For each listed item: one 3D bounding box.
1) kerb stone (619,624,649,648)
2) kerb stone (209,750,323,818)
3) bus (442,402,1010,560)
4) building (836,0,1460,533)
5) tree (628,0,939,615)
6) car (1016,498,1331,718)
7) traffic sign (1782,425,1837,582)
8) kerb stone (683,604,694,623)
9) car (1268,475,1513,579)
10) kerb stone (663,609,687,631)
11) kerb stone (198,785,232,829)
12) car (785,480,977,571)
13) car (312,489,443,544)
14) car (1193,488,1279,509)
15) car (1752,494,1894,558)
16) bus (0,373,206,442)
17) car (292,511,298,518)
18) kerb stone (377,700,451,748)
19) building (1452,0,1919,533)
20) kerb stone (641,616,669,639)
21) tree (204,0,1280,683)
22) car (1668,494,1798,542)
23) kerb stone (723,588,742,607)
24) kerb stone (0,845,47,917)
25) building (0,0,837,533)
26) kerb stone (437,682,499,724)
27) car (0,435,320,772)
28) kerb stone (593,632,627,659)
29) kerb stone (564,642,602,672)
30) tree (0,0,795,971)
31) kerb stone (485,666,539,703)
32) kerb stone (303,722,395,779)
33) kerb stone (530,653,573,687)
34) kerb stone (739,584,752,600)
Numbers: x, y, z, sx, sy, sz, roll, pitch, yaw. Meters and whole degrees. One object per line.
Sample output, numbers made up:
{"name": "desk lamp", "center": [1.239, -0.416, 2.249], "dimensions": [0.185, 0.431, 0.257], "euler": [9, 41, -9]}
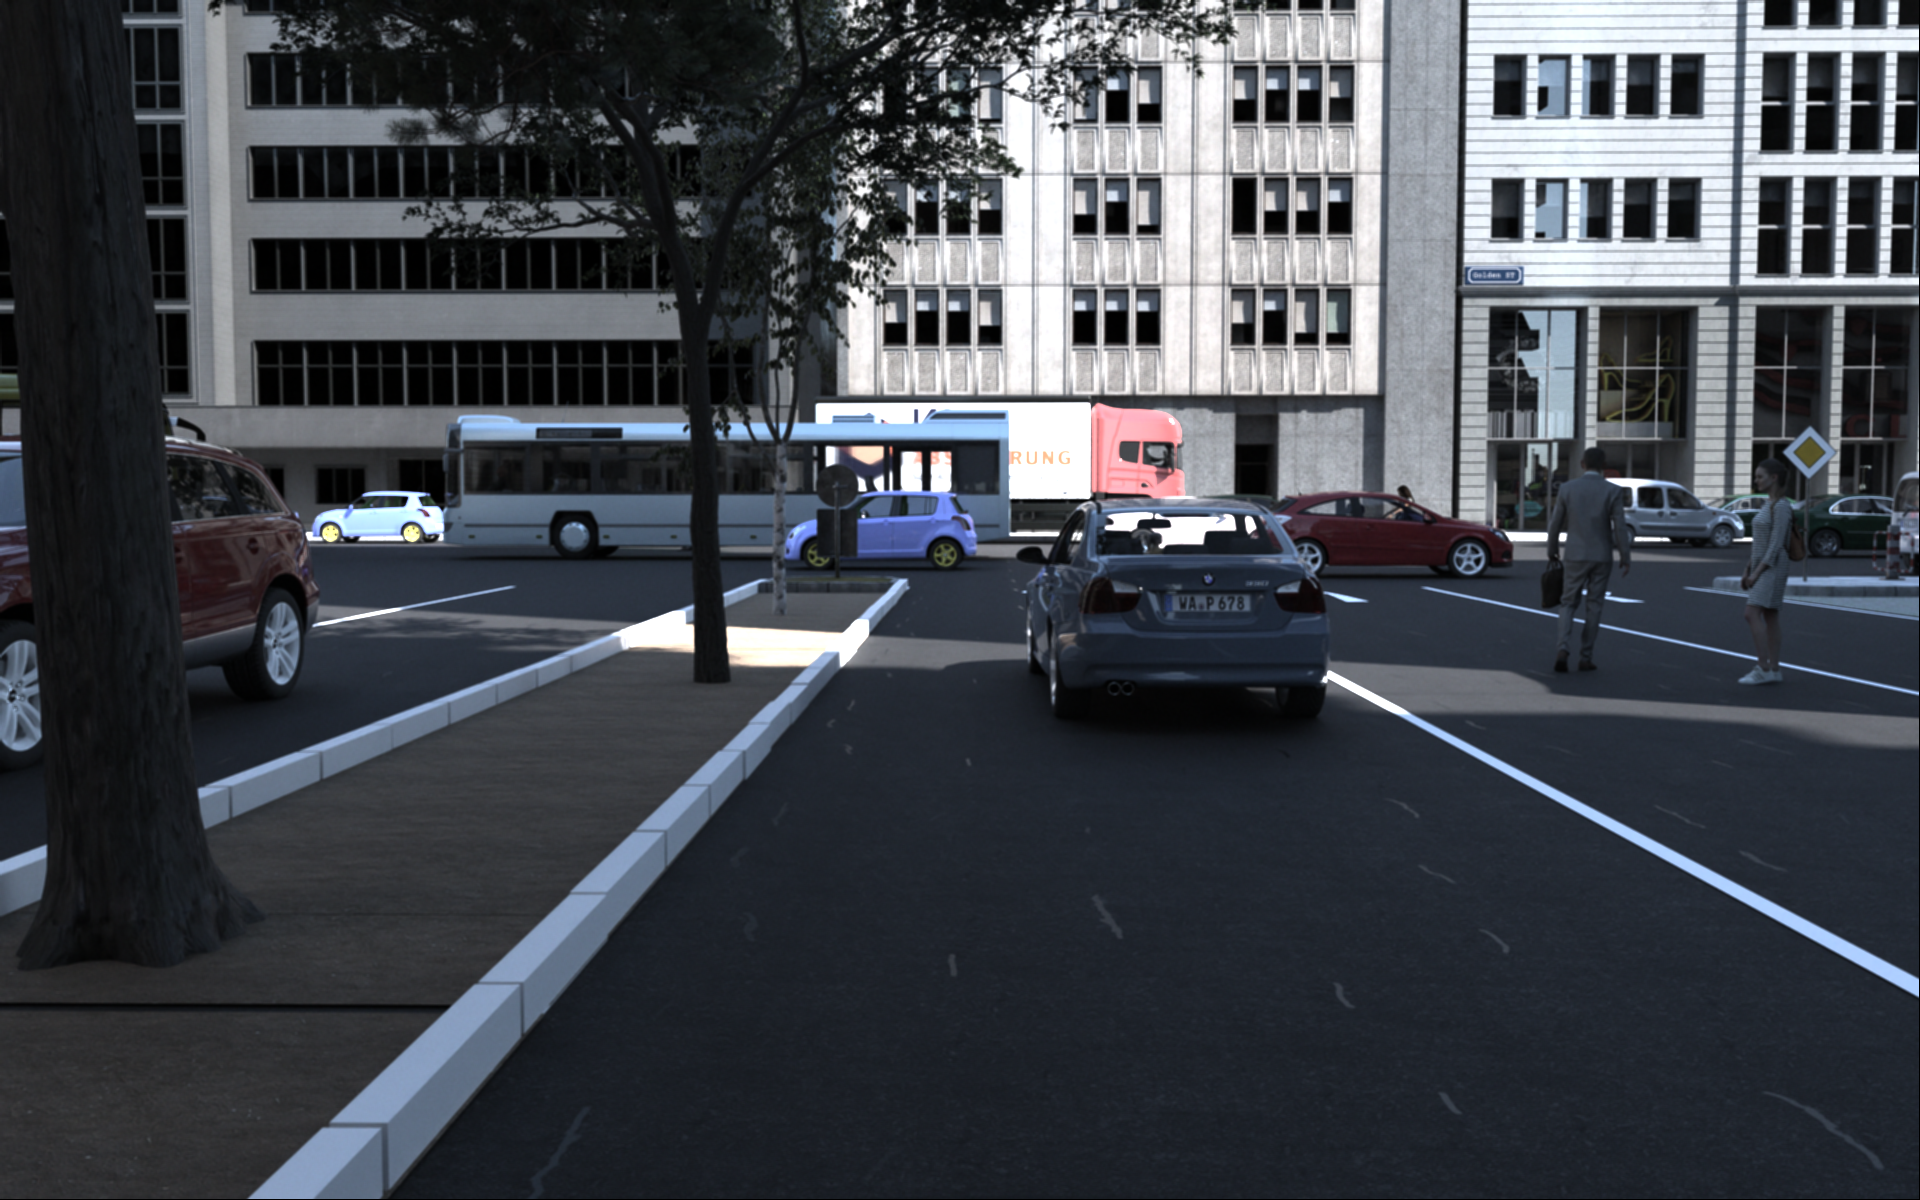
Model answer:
{"name": "kerb stone", "center": [-3.117, 0.358, 16.339], "dimensions": [0.120, 0.150, 1.000], "euler": [0, 4, 1]}
{"name": "kerb stone", "center": [-3.250, 0.861, 8.111], "dimensions": [0.120, 0.150, 1.000], "euler": [0, 4, 1]}
{"name": "bus", "center": [-5.501, -2.675, 38.589], "dimensions": [13.247, 3.499, 2.948], "euler": [0, 4, 2]}
{"name": "building", "center": [6.057, -14.886, 61.413], "dimensions": [19.932, 24.808, 12.078], "euler": [0, 4, 1]}
{"name": "tree", "center": [-2.141, -4.134, 20.416], "dimensions": [4.360, 8.622, 3.978], "euler": [0, 3, 0]}
{"name": "car", "center": [1.433, -0.025, 12.405], "dimensions": [2.014, 1.417, 4.499], "euler": [0, 4, -1]}
{"name": "traffic sign", "center": [12.382, -1.326, 25.322], "dimensions": [0.795, 2.450, 0.064], "euler": [0, 4, 1]}
{"name": "kerb stone", "center": [-3.062, 0.173, 19.438], "dimensions": [0.120, 0.150, 1.000], "euler": [0, 4, 1]}
{"name": "car", "center": [7.346, -1.292, 30.166], "dimensions": [4.494, 1.783, 2.155], "euler": [0, 4, 2]}
{"name": "kerb stone", "center": [-3.074, 0.233, 18.403], "dimensions": [0.120, 0.150, 1.000], "euler": [0, 4, 1]}
{"name": "kerb stone", "center": [-3.269, 0.925, 7.085], "dimensions": [0.120, 0.150, 1.000], "euler": [0, 4, 1]}
{"name": "car", "center": [-1.513, -1.445, 33.209], "dimensions": [3.694, 1.707, 1.945], "euler": [0, 4, 3]}
{"name": "car", "center": [-17.068, -2.520, 50.792], "dimensions": [3.694, 1.707, 1.945], "euler": [0, 4, 2]}
{"name": "car", "center": [7.632, -2.094, 44.019], "dimensions": [4.222, 1.686, 2.009], "euler": [0, 4, 2]}
{"name": "car", "center": [20.799, -1.704, 39.655], "dimensions": [4.920, 1.459, 2.131], "euler": [0, 4, 1]}
{"name": "bus", "center": [-22.349, -2.715, 35.943], "dimensions": [12.252, 3.916, 2.896], "euler": [0, 4, 1]}
{"name": "car", "center": [-18.128, -1.798, 41.395], "dimensions": [4.499, 1.417, 2.014], "euler": [0, 4, 1]}
{"name": "kerb stone", "center": [-3.220, 0.735, 10.170], "dimensions": [0.120, 0.150, 1.000], "euler": [0, 4, 1]}
{"name": "building", "center": [30.973, -17.298, 60.309], "dimensions": [29.804, 29.767, 11.434], "euler": [0, 4, 1]}
{"name": "kerb stone", "center": [-3.096, 0.296, 17.374], "dimensions": [0.120, 0.150, 1.000], "euler": [0, 4, 1]}
{"name": "tree", "center": [-1.855, -4.667, 13.183], "dimensions": [8.767, 10.594, 7.601], "euler": [0, 4, 1]}
{"name": "car", "center": [22.777, -2.376, 50.642], "dimensions": [4.920, 1.459, 2.131], "euler": [0, 4, 2]}
{"name": "kerb stone", "center": [-3.003, -0.015, 22.520], "dimensions": [0.120, 0.150, 1.000], "euler": [0, 4, 1]}
{"name": "kerb stone", "center": [-3.287, 0.987, 6.059], "dimensions": [0.120, 0.150, 1.000], "euler": [0, 4, 1]}
{"name": "building", "center": [-19.406, -14.870, 62.183], "dimensions": [30.058, 24.678, 14.314], "euler": [0, 4, 1]}
{"name": "kerb stone", "center": [-3.200, 0.673, 11.196], "dimensions": [0.120, 0.150, 1.000], "euler": [0, 4, 1]}
{"name": "car", "center": [-5.801, -0.122, 10.662], "dimensions": [2.281, 1.827, 5.304], "euler": [0, 4, 2]}
{"name": "kerb stone", "center": [-3.132, 0.421, 15.313], "dimensions": [0.120, 0.150, 1.000], "euler": [0, 4, 1]}
{"name": "kerb stone", "center": [-3.143, 0.484, 14.288], "dimensions": [0.120, 0.150, 1.000], "euler": [0, 4, 1]}
{"name": "tree", "center": [-2.837, -5.837, 5.309], "dimensions": [7.806, 13.903, 7.818], "euler": [0, 3, 0]}
{"name": "kerb stone", "center": [-3.182, 0.610, 12.223], "dimensions": [0.120, 0.150, 1.000], "euler": [0, 4, 1]}
{"name": "kerb stone", "center": [-3.232, 0.798, 9.144], "dimensions": [0.120, 0.150, 1.000], "euler": [0, 4, 1]}
{"name": "kerb stone", "center": [-3.160, 0.550, 13.256], "dimensions": [0.120, 0.150, 1.000], "euler": [0, 4, 1]}
{"name": "kerb stone", "center": [-2.986, -0.080, 23.545], "dimensions": [0.120, 0.150, 1.000], "euler": [0, 4, 1]}
